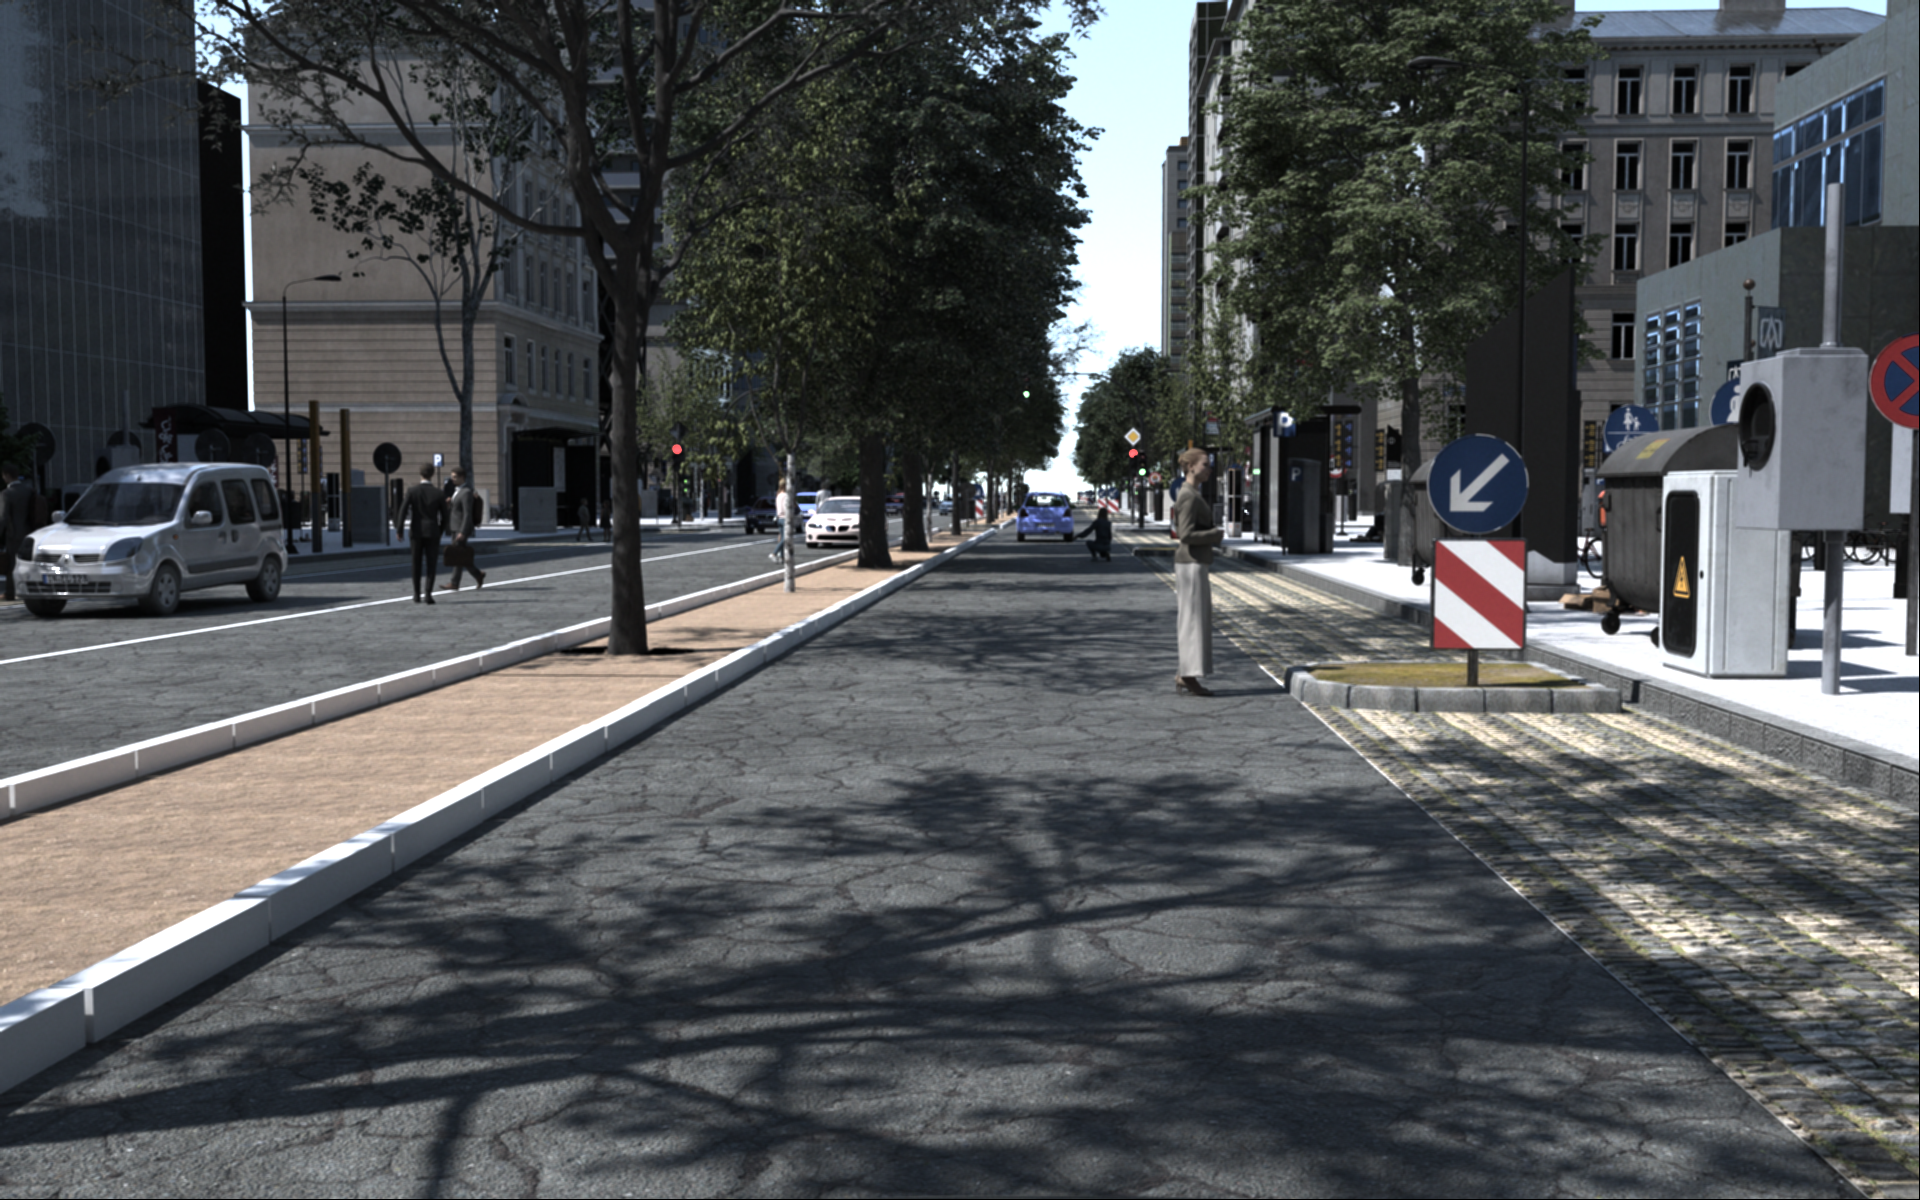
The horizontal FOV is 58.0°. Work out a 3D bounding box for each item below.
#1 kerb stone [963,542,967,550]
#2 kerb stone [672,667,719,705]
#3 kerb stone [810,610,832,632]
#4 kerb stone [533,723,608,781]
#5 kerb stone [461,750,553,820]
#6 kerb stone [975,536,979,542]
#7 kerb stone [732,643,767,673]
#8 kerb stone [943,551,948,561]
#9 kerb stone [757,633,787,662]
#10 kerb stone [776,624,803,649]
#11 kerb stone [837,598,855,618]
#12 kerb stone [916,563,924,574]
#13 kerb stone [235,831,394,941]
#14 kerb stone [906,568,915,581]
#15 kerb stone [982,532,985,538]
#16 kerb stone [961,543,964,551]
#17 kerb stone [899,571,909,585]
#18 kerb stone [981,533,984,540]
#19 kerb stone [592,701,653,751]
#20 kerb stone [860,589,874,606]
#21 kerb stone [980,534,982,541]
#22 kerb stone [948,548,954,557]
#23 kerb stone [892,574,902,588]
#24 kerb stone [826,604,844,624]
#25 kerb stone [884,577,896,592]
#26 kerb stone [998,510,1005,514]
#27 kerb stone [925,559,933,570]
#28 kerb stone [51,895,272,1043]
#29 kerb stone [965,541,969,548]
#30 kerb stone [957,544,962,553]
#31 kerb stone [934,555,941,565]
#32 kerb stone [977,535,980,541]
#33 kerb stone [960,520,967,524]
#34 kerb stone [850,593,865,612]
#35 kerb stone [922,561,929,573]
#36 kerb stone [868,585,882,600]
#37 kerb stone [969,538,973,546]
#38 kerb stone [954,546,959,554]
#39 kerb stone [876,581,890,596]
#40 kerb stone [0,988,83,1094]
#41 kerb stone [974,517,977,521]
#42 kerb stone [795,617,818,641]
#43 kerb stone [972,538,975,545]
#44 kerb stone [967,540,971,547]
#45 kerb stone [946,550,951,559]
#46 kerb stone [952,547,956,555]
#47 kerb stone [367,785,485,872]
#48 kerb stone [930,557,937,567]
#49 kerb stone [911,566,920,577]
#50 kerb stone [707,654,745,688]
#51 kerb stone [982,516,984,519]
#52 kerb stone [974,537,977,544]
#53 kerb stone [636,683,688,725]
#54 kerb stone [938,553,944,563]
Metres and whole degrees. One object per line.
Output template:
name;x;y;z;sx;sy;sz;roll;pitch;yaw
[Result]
kerb stone;0.019;-1.327;43.896;0.120;0.150;1.000;0;4;3
kerb stone;-1.874;0.613;12.172;0.120;0.150;1.000;0;4;3
kerb stone;-1.505;0.238;18.300;0.120;0.150;1.000;0;4;3
kerb stone;-2.058;0.800;9.110;0.120;0.150;1.000;0;4;3
kerb stone;-2.118;0.863;8.086;0.120;0.150;1.000;0;4;3
kerb stone;0.388;-1.703;50.036;0.120;0.150;1.000;0;4;3
kerb stone;-1.755;0.488;14.216;0.120;0.150;1.000;0;4;3
kerb stone;-0.405;-0.890;36.742;0.120;0.150;1.000;0;4;3
kerb stone;-1.681;0.428;15.236;0.120;0.150;1.000;0;4;3
kerb stone;-1.633;0.363;16.257;0.120;0.150;1.000;0;4;3
kerb stone;-1.382;0.113;20.351;0.120;0.150;1.000;0;4;3
kerb stone;-0.780;-0.514;30.591;0.120;0.150;1.000;0;4;3
kerb stone;-2.234;0.988;6.040;0.120;0.150;1.000;0;4;3
kerb stone;-0.892;-0.389;28.550;0.120;0.150;1.000;0;4;3
kerb stone;0.622;-1.953;54.121;0.120;0.150;1.000;0;4;3
kerb stone;-0.045;-1.265;42.875;0.120;0.150;1.000;0;4;3
kerb stone;-0.961;-0.325;27.521;0.120;0.150;1.000;0;4;3
kerb stone;0.573;-1.890;53.097;0.120;0.150;1.000;0;4;3
kerb stone;-1.991;0.743;10.130;0.120;0.150;1.000;0;4;3
kerb stone;-1.261;-0.010;22.410;0.120;0.150;1.000;0;4;3
kerb stone;0.505;-1.828;52.077;0.120;0.150;1.000;0;4;3
kerb stone;-0.289;-1.011;38.788;0.120;0.150;1.000;0;4;3
kerb stone;-1.027;-0.262;26.501;0.120;0.150;1.000;0;4;3
kerb stone;-1.444;0.183;19.320;0.120;0.150;1.000;0;4;3
kerb stone;-1.081;-0.201;25.477;0.120;0.150;1.000;0;4;3
kerb stone;3.196;-6.750;132.563;0.120;0.150;1.000;0;4;3
kerb stone;-0.650;-0.639;32.638;0.120;0.150;1.000;0;4;3
kerb stone;-2.289;1.054;5.016;0.120;0.150;1.000;0;4;3
kerb stone;0.076;-1.390;44.916;0.120;0.150;1.000;0;4;3
kerb stone;-0.102;-1.202;41.855;0.120;0.150;1.000;0;4;3
kerb stone;-0.526;-0.764;34.686;0.120;0.150;1.000;0;4;3
kerb stone;0.444;-1.759;51.057;0.120;0.150;1.000;0;4;3
kerb stone;0.209;-3.678;82.461;0.120;0.150;1.000;0;4;3
kerb stone;-1.318;0.051;21.384;0.120;0.150;1.000;0;4;3
kerb stone;-0.708;-0.576;31.613;0.120;0.150;1.000;0;4;3
kerb stone;-1.205;-0.073;23.431;0.120;0.150;1.000;0;4;3
kerb stone;0.206;-1.515;46.965;0.120;0.150;1.000;0;4;3
kerb stone;-0.164;-1.134;40.834;0.120;0.150;1.000;0;4;3
kerb stone;-1.136;-0.137;24.456;0.120;0.150;1.000;0;4;3
kerb stone;-2.358;1.113;3.996;0.120;0.150;1.000;0;4;3
kerb stone;0.694;-4.186;90.636;0.120;0.150;1.000;0;4;3
kerb stone;-1.570;0.302;17.279;0.120;0.150;1.000;0;4;3
kerb stone;0.263;-1.571;47.986;0.120;0.150;1.000;0;4;3
kerb stone;0.141;-1.448;45.938;0.120;0.150;1.000;0;4;3
kerb stone;-0.339;-0.952;37.762;0.120;0.150;1.000;0;4;3
kerb stone;-0.231;-1.077;39.810;0.120;0.150;1.000;0;4;3
kerb stone;-2.172;0.926;7.060;0.120;0.150;1.000;0;4;3
kerb stone;-0.596;-0.701;33.658;0.120;0.150;1.000;0;4;3
kerb stone;-0.835;-0.446;29.571;0.120;0.150;1.000;0;4;3
kerb stone;-1.808;0.552;13.195;0.120;0.150;1.000;0;4;3
kerb stone;1.132;-4.624;97.797;0.120;0.150;1.000;0;4;3
kerb stone;0.316;-1.640;49.007;0.120;0.150;1.000;0;4;3
kerb stone;-1.938;0.680;11.152;0.120;0.150;1.000;0;4;3
kerb stone;-0.473;-0.827;35.712;0.120;0.150;1.000;0;4;3
